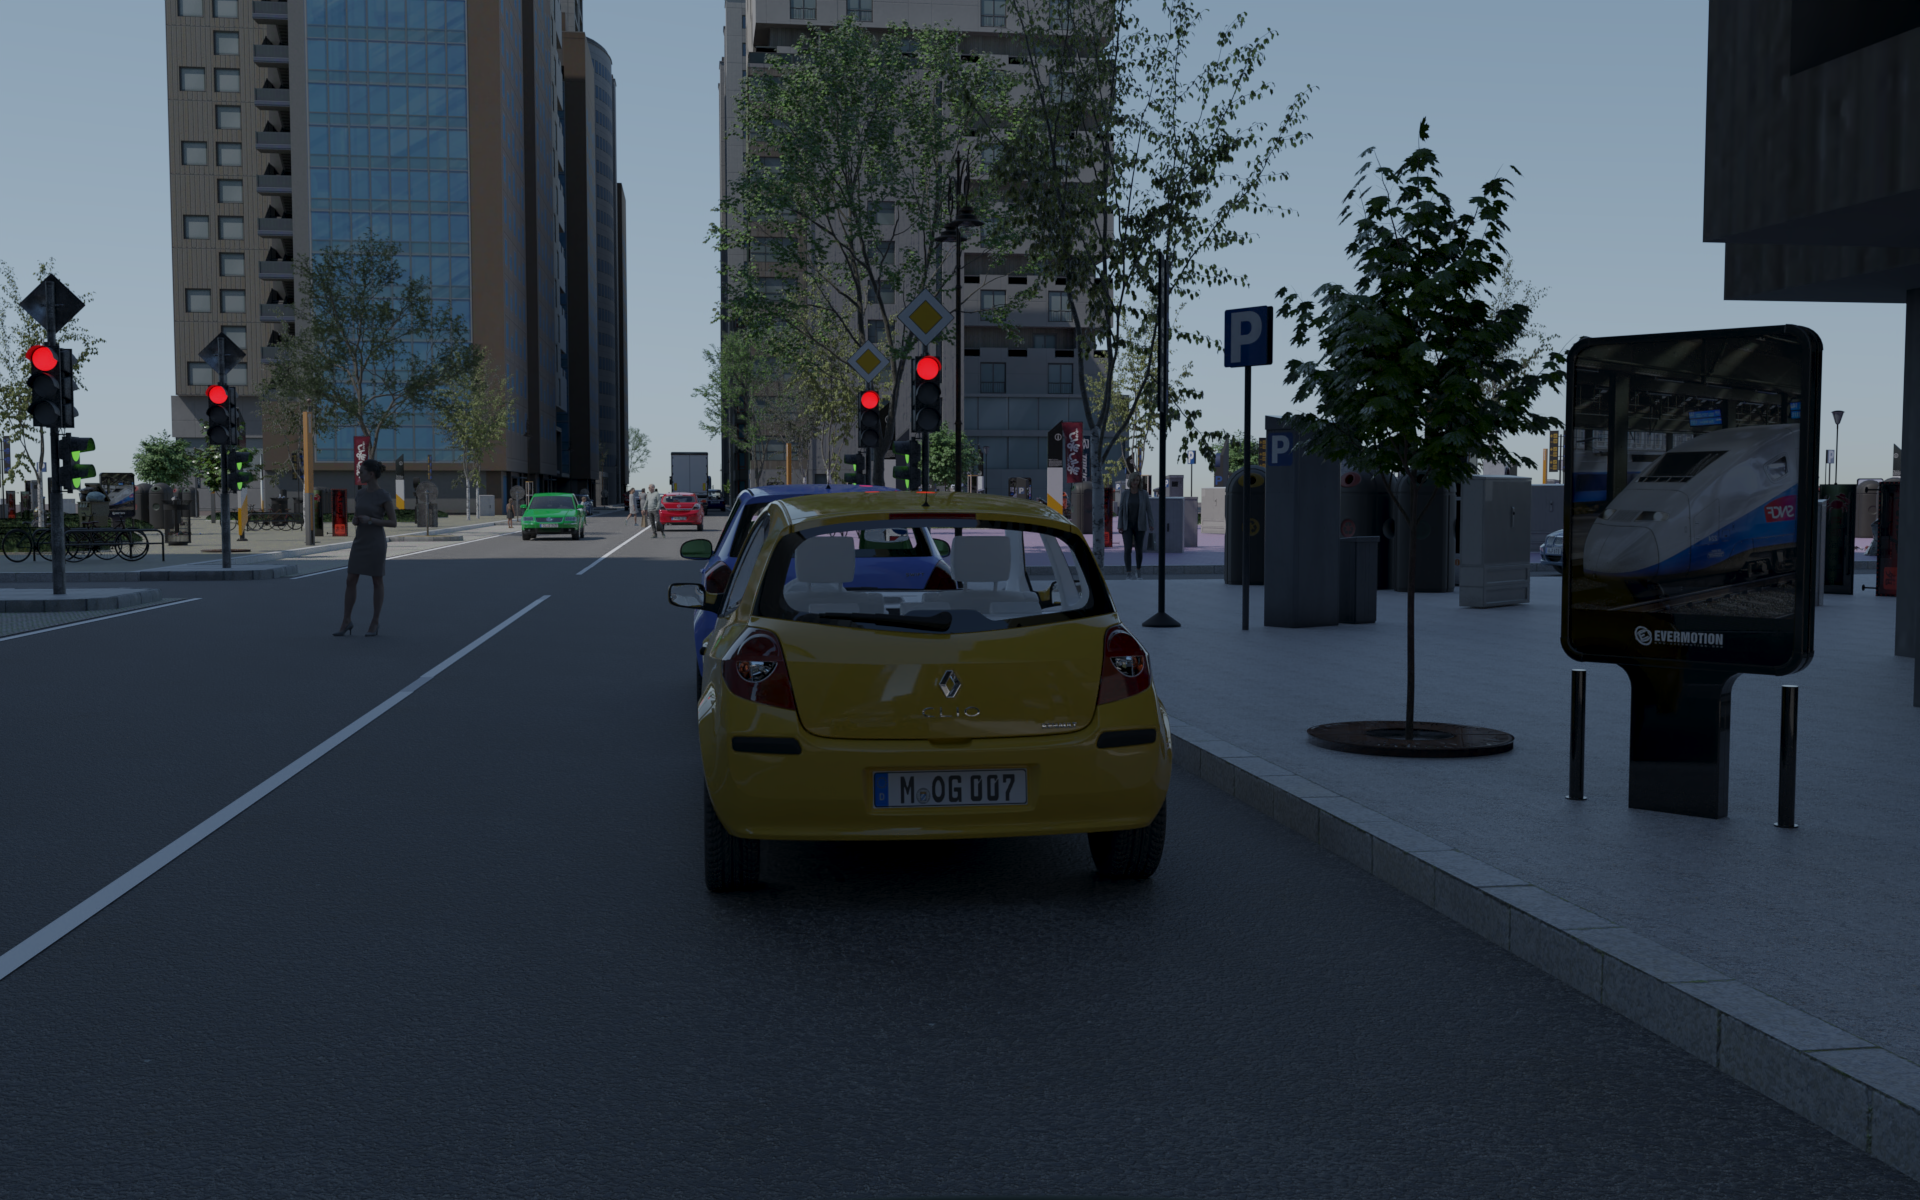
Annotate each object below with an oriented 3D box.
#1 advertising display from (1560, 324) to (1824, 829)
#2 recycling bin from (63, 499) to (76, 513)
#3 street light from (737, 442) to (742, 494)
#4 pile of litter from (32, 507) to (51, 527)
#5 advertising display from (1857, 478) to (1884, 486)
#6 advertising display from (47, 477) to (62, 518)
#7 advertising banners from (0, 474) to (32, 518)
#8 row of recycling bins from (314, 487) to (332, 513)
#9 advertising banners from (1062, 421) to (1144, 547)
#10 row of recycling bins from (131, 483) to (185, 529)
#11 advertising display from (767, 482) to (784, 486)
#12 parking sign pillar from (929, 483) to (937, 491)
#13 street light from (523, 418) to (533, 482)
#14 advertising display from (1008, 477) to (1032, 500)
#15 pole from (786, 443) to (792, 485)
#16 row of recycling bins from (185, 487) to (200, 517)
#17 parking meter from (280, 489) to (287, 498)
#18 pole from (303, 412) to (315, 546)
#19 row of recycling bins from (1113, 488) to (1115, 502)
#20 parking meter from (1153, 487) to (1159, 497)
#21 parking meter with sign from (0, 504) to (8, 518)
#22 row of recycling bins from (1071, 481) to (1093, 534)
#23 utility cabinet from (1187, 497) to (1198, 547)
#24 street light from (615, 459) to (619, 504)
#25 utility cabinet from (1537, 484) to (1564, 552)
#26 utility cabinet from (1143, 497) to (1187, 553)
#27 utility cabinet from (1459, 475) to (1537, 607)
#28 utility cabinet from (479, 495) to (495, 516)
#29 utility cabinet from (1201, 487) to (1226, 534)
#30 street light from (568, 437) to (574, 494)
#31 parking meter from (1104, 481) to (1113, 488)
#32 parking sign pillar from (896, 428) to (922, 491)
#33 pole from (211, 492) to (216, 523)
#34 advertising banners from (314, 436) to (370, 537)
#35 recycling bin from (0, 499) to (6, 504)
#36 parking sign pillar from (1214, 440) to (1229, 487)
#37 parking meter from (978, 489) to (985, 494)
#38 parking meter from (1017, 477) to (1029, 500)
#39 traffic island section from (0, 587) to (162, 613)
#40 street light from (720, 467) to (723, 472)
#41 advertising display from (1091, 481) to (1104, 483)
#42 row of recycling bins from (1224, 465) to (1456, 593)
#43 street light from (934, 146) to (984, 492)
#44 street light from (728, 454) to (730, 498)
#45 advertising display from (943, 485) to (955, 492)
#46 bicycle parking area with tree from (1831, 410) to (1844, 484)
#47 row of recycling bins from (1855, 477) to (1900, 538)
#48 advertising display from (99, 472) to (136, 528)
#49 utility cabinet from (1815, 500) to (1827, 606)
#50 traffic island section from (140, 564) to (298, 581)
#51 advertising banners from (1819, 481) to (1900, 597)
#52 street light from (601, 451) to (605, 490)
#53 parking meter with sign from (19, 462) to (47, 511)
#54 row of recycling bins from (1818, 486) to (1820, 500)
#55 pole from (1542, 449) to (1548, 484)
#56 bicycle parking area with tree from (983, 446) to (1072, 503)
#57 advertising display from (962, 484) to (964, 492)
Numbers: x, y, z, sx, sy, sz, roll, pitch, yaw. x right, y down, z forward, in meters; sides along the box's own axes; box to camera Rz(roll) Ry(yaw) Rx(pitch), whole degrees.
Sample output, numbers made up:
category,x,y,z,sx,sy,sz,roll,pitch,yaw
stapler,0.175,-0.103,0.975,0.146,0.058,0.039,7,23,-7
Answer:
category,x,y,z,sx,sy,sz,roll,pitch,yaw
advertising display,2.893,-0.105,6.925,0.123,1.923,0.974,-3,5,-44
recycling bin,-49.726,-5.126,96.360,0.722,1.027,0.722,3,4,36
street light,-18.829,-10.711,147.910,0.468,5.910,1.993,-1,4,-9
pile of litter,-30.484,-2.689,57.935,1.176,0.858,1.719,-1,4,-8
advertising display,36.819,-3.970,70.119,0.974,1.923,0.123,1,4,13
advertising display,-34.427,-3.713,65.914,0.123,1.923,0.974,0,4,-4
advertising banners,-41.774,-4.896,76.234,0.090,3.025,2.074,1,4,19
row of recycling bins,-36.142,-5.556,97.948,1.069,1.692,3.534,-1,4,-12
advertising banners,3.473,-2.785,41.725,2.074,3.025,0.090,1,4,10
row of recycling bins,-30.588,-3.494,64.232,3.534,1.692,1.069,1,4,23
advertising display,-9.932,-5.385,93.263,0.974,1.923,0.123,-2,4,-23
parking sign pillar,-1.846,-6.016,86.827,1.447,3.967,1.447,1,4,13
street light,-26.434,-8.150,106.045,0.468,5.910,1.993,-1,4,-9
advertising display,2.326,-3.785,67.106,0.974,1.923,0.123,-2,4,-27
pole,-6.889,-4.646,69.812,0.158,3.312,0.155,0,3,0
row of recycling bins,-44.095,-5.523,97.406,3.534,1.692,1.069,2,4,30
parking meter,-37.516,-5.360,96.040,0.372,1.533,0.369,0,3,0
pole,-16.188,-3.010,43.061,0.158,3.312,0.155,0,3,0
row of recycling bins,9.769,-6.164,107.889,1.069,1.692,3.534,-1,4,-16
parking meter,6.221,-2.802,54.221,0.372,1.533,0.369,0,3,0
parking meter with sign,-40.486,-4.647,72.235,0.543,3.016,1.738,0,4,7
row of recycling bins,4.184,-3.037,56.761,1.069,1.692,3.534,0,4,6
utility cabinet,5.248,-1.888,42.036,1.020,1.237,0.306,-1,4,-17
street light,-43.875,-15.199,221.288,0.468,5.910,1.993,-1,4,-9
utility cabinet,12.798,-1.779,37.772,1.173,1.500,0.318,2,4,23
utility cabinet,4.392,-1.640,37.970,1.020,1.237,0.306,1,4,16
utility cabinet,6.129,-0.678,19.768,0.318,1.500,1.173,3,5,43
utility cabinet,-27.661,-5.500,101.083,0.306,1.237,1.020,3,5,39
utility cabinet,8.207,-2.856,55.380,0.318,1.500,1.173,-2,4,-34
street light,-31.470,-10.230,140.052,0.468,5.910,1.993,-1,4,-9
parking meter,6.654,-4.421,77.999,0.399,1.863,0.255,3,5,43
parking sign pillar,-2.645,-5.017,70.495,1.447,3.967,1.447,3,5,41
pole,-32.665,-5.006,75.698,0.158,3.312,0.155,0,3,0
advertising banners,-18.721,-3.422,52.143,2.074,3.025,0.090,0,4,6
recycling bin,-54.462,-5.259,98.545,0.722,1.027,0.722,2,4,24
parking sign pillar,12.279,-5.676,81.279,1.447,3.967,1.447,1,4,21
parking meter,0.946,-4.373,79.904,0.372,1.533,0.369,0,3,0
parking meter,2.153,-3.277,59.293,0.399,1.863,0.255,1,4,22
traffic island section,-11.568,0.004,22.216,2.009,0.180,2.903,-1,4,-9
street light,-31.335,-15.739,230.112,0.468,5.910,1.993,-1,4,-9
advertising display,6.517,-4.629,80.895,0.974,1.923,0.123,3,5,41
row of recycling bins,5.168,-1.021,23.801,3.534,1.692,1.069,3,5,44
street light,-0.022,-3.100,23.475,0.468,5.910,1.993,-1,4,-9
street light,-26.214,-13.691,196.642,0.468,5.910,1.993,-1,4,-9
advertising display,-0.554,-5.459,94.464,0.123,1.923,0.974,-3,5,-41
bicycle parking area with tree,27.674,-4.382,58.648,8.231,4.147,9.016,-1,4,-9
row of recycling bins,27.585,-2.601,49.635,3.534,1.692,1.069,3,4,36
advertising display,-25.062,-2.833,51.532,0.123,1.923,0.974,3,5,45
utility cabinet,9.474,-0.550,20.148,1.020,1.237,0.306,3,4,36
traffic island section,-12.766,-0.479,30.111,2.009,0.180,2.903,-1,4,-9
advertising banners,11.657,-1.550,21.531,0.090,3.025,2.074,-3,4,-38
street light,-38.743,-13.152,187.819,0.468,5.910,1.993,-1,4,-9
parking meter with sign,-50.152,-5.957,93.651,0.543,3.016,1.738,0,4,7
row of recycling bins,43.827,-5.208,92.258,3.534,1.692,1.069,2,4,25
pole,26.197,-5.121,77.579,0.158,3.312,0.155,0,3,0
bicycle parking area with tree,4.166,-7.179,104.384,8.231,4.147,9.016,0,4,6
advertising display,-0.229,-5.542,95.827,0.974,1.923,0.123,-2,4,-27
